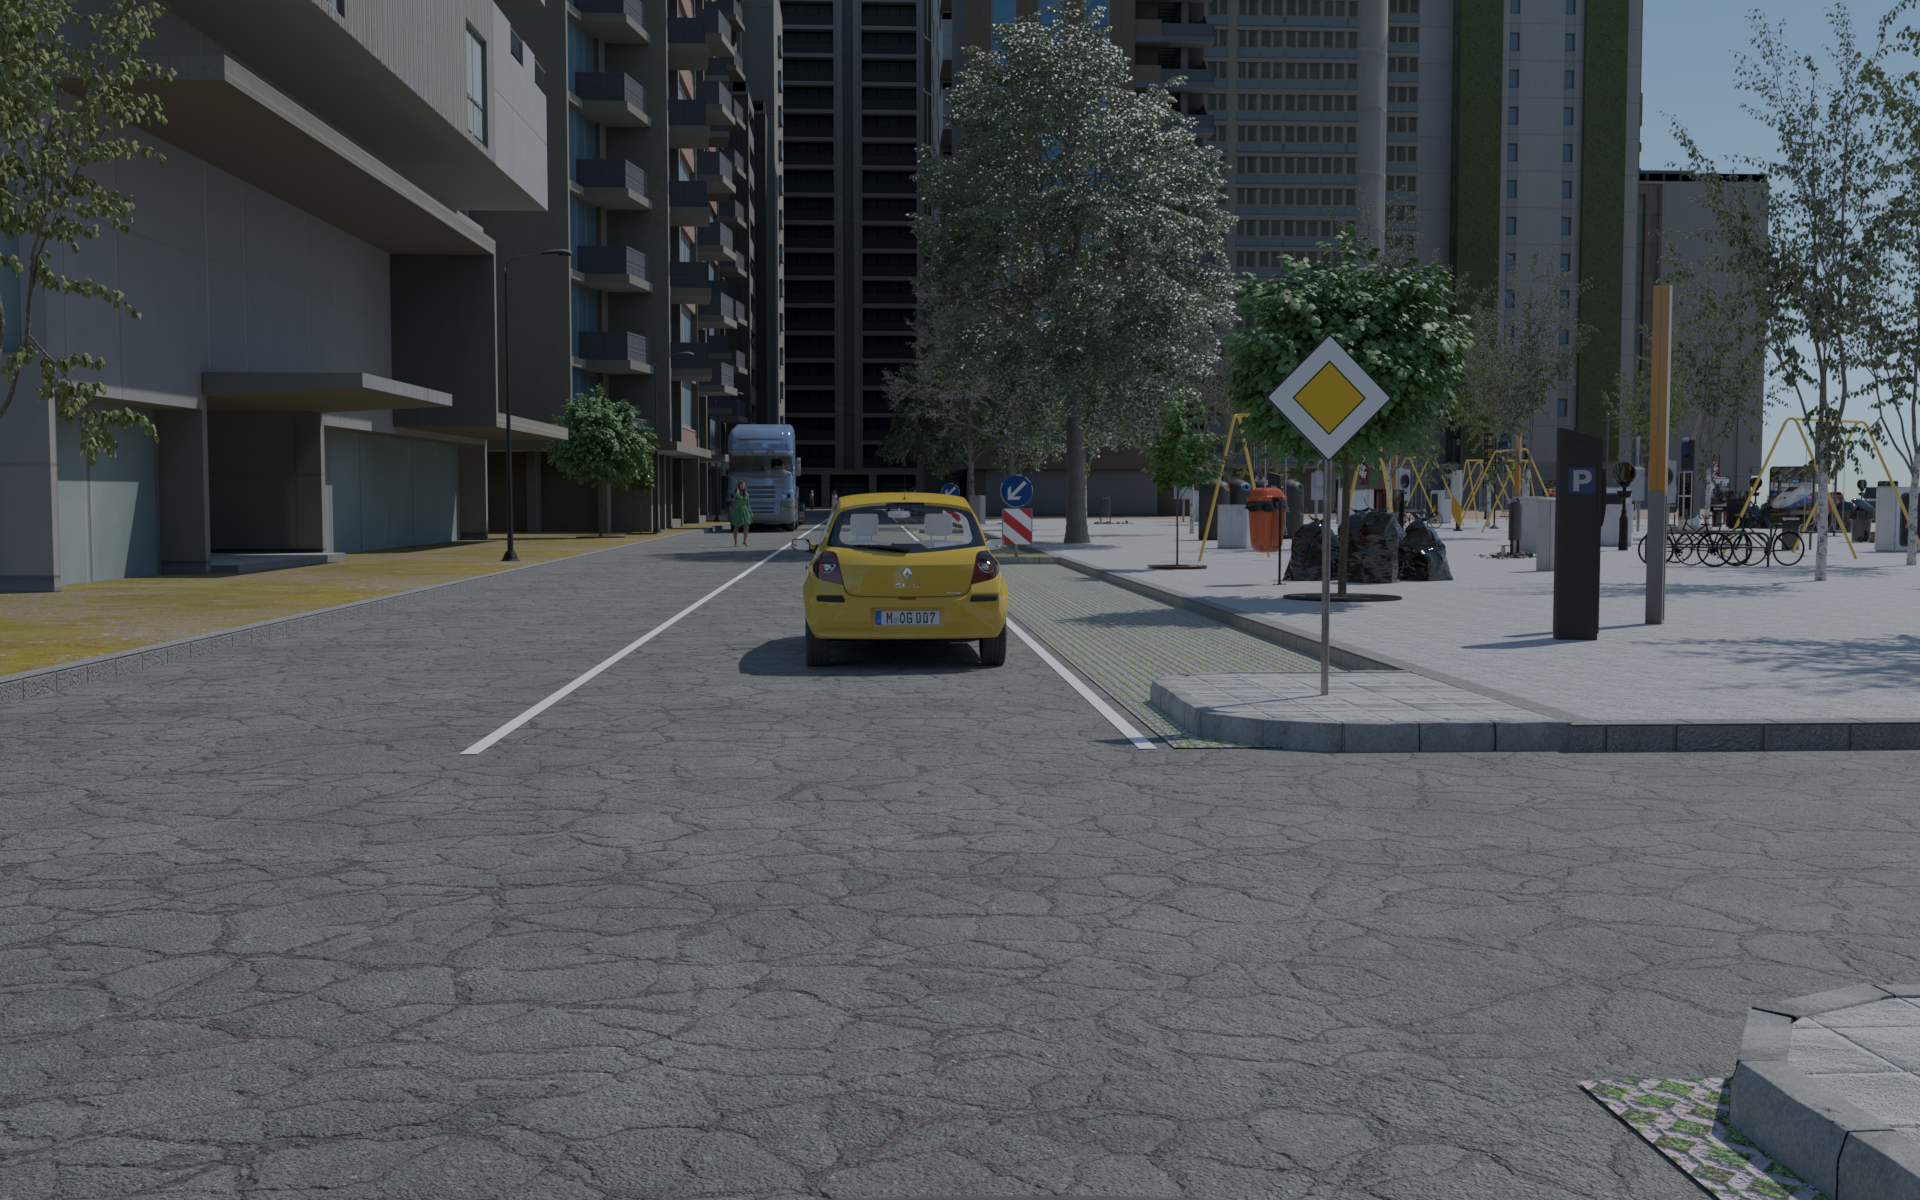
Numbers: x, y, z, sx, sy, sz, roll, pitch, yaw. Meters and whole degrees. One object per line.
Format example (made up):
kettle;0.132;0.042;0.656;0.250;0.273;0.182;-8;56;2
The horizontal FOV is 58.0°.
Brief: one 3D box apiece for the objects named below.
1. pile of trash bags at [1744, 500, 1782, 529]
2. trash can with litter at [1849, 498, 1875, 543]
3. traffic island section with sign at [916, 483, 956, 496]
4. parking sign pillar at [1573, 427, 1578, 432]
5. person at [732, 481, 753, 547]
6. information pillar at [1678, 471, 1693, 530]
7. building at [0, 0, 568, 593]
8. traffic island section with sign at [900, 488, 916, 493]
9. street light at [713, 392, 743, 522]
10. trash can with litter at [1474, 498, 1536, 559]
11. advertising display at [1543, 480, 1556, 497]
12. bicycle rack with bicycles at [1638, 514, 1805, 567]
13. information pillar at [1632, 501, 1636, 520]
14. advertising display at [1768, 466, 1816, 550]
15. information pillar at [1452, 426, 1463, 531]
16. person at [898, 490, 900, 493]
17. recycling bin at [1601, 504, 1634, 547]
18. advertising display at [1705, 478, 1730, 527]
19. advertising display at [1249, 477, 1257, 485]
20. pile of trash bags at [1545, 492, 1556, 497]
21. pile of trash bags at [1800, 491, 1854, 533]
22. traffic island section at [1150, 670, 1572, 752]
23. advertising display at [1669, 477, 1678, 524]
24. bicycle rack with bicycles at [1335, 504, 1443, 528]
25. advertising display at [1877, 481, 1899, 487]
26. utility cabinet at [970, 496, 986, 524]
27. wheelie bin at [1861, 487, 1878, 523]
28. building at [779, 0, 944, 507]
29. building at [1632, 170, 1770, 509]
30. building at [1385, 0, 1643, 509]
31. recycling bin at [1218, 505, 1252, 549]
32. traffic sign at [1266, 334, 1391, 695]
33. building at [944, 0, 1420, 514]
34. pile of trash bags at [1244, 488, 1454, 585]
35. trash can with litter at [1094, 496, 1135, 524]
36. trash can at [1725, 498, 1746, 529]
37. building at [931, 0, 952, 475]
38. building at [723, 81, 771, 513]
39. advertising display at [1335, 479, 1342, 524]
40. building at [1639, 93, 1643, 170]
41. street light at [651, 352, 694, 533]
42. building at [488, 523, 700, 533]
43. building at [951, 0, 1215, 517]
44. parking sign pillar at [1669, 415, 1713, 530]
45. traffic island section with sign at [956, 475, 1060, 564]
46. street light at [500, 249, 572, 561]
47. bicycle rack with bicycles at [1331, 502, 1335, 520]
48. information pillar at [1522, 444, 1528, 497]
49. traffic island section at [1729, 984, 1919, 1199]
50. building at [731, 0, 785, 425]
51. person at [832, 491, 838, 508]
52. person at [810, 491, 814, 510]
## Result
pile of trash bags;31.078;-3.344;64.432;3.447;1.369;1.912;0;4;5
trash can with litter;24.103;-2.107;45.843;0.624;1.170;1.055;-2;4;-25
traffic island section with sign;-0.490;-3.353;63.456;1.989;1.847;2.006;0;4;-3
parking sign pillar;24.922;-4.999;70.200;1.447;3.967;1.447;0;4;7
person;-5.930;-2.336;46.948;0.600;1.795;0.529;-3;5;-43
information pillar;23.505;-3.159;56.148;0.304;2.012;0.304;-1;4;-8
building;-23.529;-27.117;32.595;28.713;52.752;27.495;0;4;-3
traffic island section with sign;-4.630;-8.032;139.947;1.989;1.847;2.006;0;4;-3
street light;-10.609;-6.528;79.268;1.470;5.913;1.316;0;4;-3
trash can with litter;10.983;-1.459;34.912;1.678;1.210;2.233;2;4;32
advertising display;28.104;-4.700;82.060;0.974;1.923;0.123;0;4;3
bicycle rack with bicycles;13.638;-1.092;31.231;2.925;0.926;2.852;1;4;14
information pillar;32.998;-4.926;85.027;0.304;2.012;0.304;0;4;3
advertising display;19.176;-2.124;39.937;0.974;1.923;0.123;3;5;40
information pillar;17.222;-4.196;59.959;0.183;3.616;0.504;-1;4;-16
person;-4.592;-7.513;132.061;1.217;1.743;0.721;-1;4;-20
recycling bin;16.179;-1.841;42.662;0.722;1.027;0.722;2;4;24
advertising display;29.478;-3.804;67.413;0.974;1.923;0.123;0;4;-7
advertising display;10.911;-3.628;64.527;0.123;1.923;0.974;1;4;19
pile of trash bags;28.688;-4.284;79.798;3.447;1.369;1.912;2;4;25
pile of trash bags;28.714;-2.932;57.693;1.912;1.369;3.447;2;4;30
traffic island section;2.348;0.685;11.074;2.009;0.180;2.903;0;4;-3
advertising display;25.881;-3.580;63.753;0.974;1.923;0.123;0;4;8
bicycle rack with bicycles;16.250;-3.158;65.019;2.852;0.926;2.925;-2;4;-29
advertising display;45.057;-4.827;84.142;0.123;1.923;0.974;-2;4;-32
utility cabinet;0.765;-3.884;74.669;0.306;1.237;1.020;-2;4;-25
wheelie bin;40.850;-4.259;77.537;0.980;1.594;0.693;3;5;39
building;-8.597;-45.293;178.799;20.611;71.187;20.563;0;4;-3
building;63.447;-23.651;158.389;14.107;30.474;14.160;0;4;-3
building;42.497;-37.375;153.080;28.212;58.520;21.231;0;4;-3
recycling bin;6.557;-1.741;41.018;0.722;1.027;0.722;2;4;29
traffic sign;2.325;-0.450;10.996;0.795;2.450;0.064;0;4;-3
building;15.101;-26.382;123.219;32.217;40.220;23.993;0;4;-3
pile of trash bags;5.532;-0.960;25.442;3.447;1.369;1.912;-2;4;-35
trash can with litter;6.609;-3.858;74.134;2.233;1.210;1.678;-2;4;-25
trash can;28.588;-3.194;63.871;0.748;1.137;0.748;0;3;0
building;11.435;-34.203;148.449;28.713;52.752;27.495;0;4;-3
building;-20.734;-21.387;121.384;14.160;30.474;14.107;0;4;-3
advertising display;16.434;-4.232;74.406;0.123;1.923;0.974;3;5;43
building;60.554;-30.345;179.741;14.086;41.232;14.154;0;4;-3
street light;-9.413;-5.151;56.766;1.470;5.913;1.316;0;4;-3
building;-20.696;-25.354;69.157;22.147;44.769;28.867;0;4;-3
building;6.755;-27.728;103.464;14.600;45.320;14.200;0;4;-3
parking sign pillar;24.848;-4.305;58.865;1.447;3.967;1.447;2;4;33
traffic island section with sign;1.006;-1.671;35.949;1.989;1.847;2.006;0;4;-3
street light;-8.063;-3.698;33.000;1.470;5.913;1.316;0;4;-3
bicycle rack with bicycles;19.299;-4.416;85.578;2.852;0.926;2.925;1;4;18
information pillar;26.134;-5.429;80.123;0.183;3.616;0.504;0;4;-1
traffic island section;2.780;1.173;3.101;2.009;0.180;2.903;0;4;-3
building;-26.289;-32.164;149.581;21.600;48.544;21.300;0;4;-3
person;-11.734;-9.354;162.107;0.621;1.740;0.551;2;4;25
person;-13.527;-9.045;157.116;0.721;1.736;1.217;-1;4;-10
